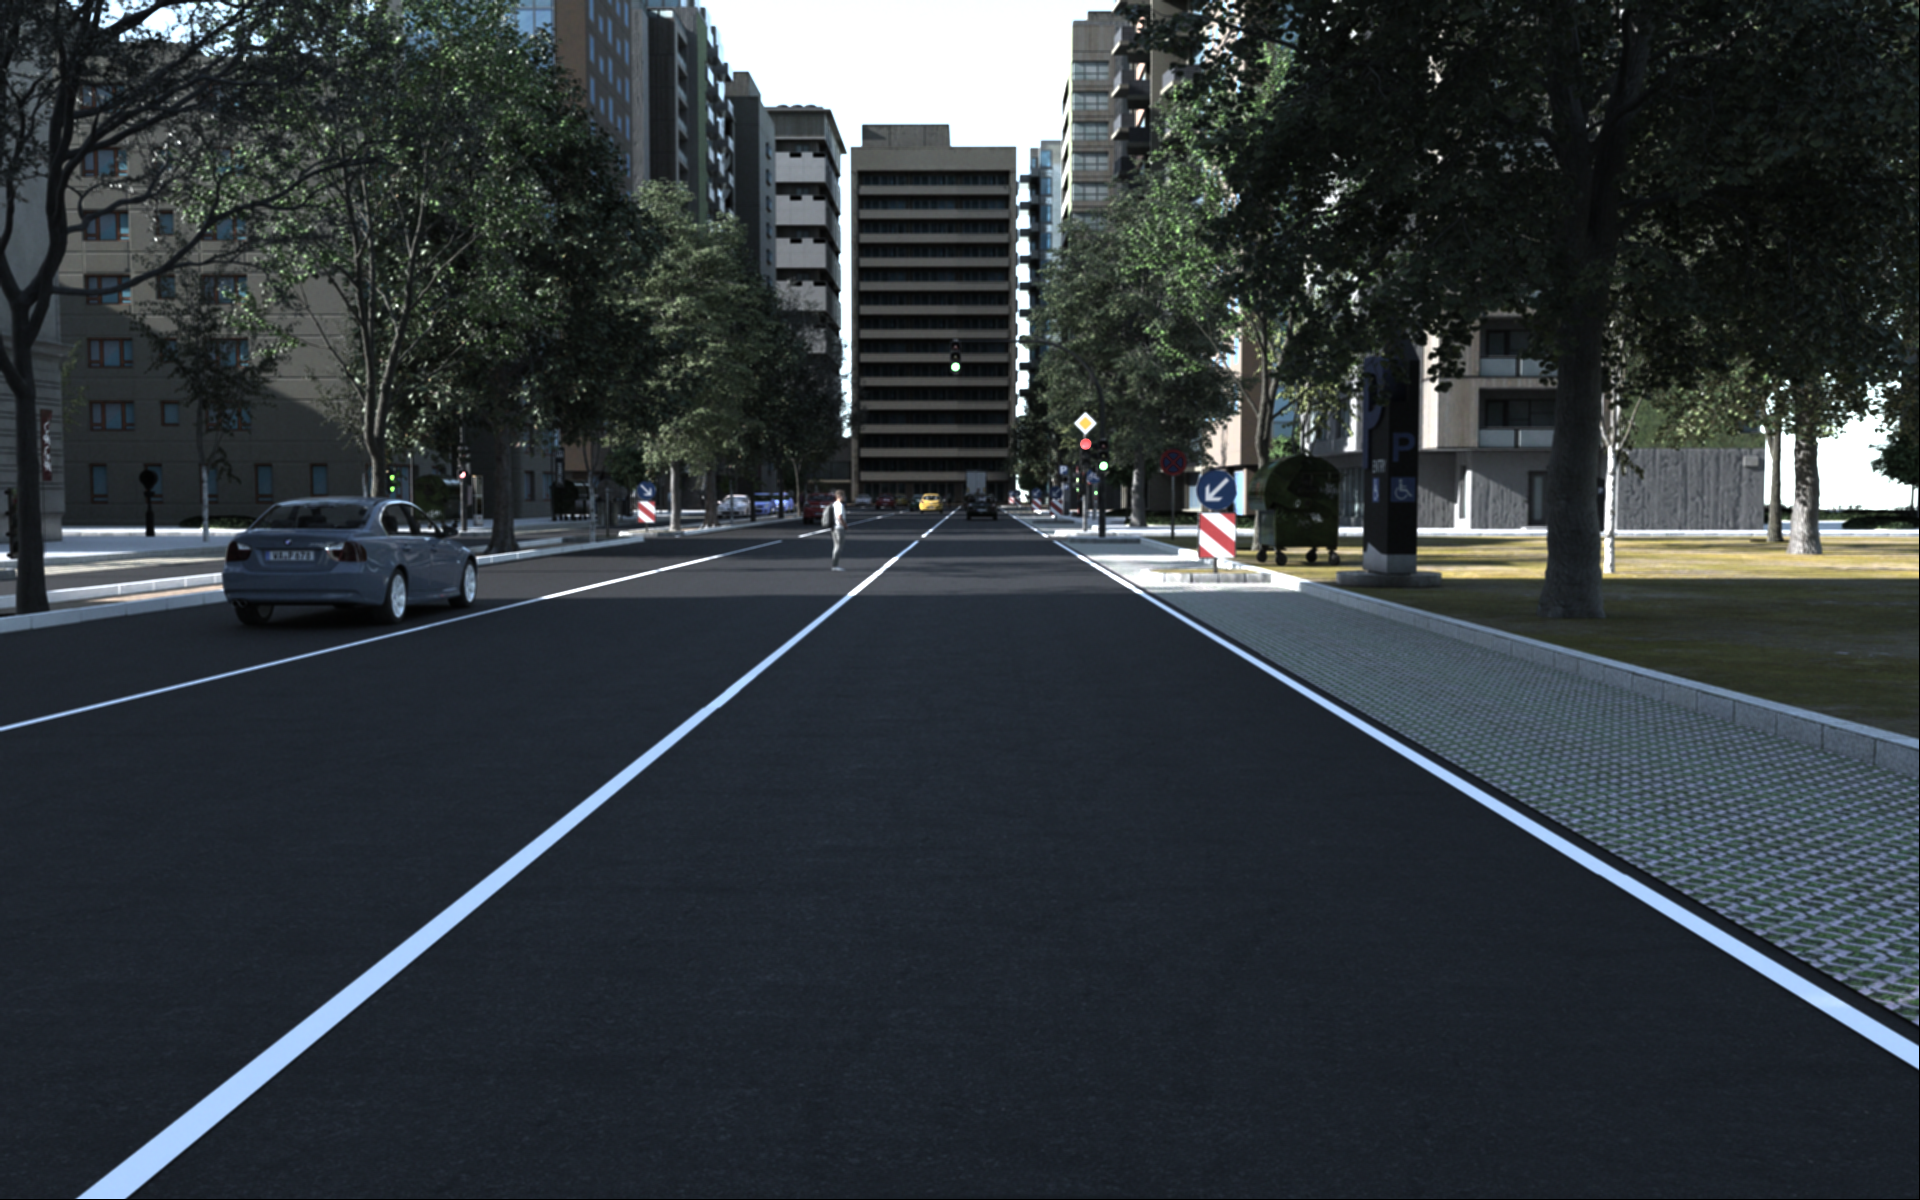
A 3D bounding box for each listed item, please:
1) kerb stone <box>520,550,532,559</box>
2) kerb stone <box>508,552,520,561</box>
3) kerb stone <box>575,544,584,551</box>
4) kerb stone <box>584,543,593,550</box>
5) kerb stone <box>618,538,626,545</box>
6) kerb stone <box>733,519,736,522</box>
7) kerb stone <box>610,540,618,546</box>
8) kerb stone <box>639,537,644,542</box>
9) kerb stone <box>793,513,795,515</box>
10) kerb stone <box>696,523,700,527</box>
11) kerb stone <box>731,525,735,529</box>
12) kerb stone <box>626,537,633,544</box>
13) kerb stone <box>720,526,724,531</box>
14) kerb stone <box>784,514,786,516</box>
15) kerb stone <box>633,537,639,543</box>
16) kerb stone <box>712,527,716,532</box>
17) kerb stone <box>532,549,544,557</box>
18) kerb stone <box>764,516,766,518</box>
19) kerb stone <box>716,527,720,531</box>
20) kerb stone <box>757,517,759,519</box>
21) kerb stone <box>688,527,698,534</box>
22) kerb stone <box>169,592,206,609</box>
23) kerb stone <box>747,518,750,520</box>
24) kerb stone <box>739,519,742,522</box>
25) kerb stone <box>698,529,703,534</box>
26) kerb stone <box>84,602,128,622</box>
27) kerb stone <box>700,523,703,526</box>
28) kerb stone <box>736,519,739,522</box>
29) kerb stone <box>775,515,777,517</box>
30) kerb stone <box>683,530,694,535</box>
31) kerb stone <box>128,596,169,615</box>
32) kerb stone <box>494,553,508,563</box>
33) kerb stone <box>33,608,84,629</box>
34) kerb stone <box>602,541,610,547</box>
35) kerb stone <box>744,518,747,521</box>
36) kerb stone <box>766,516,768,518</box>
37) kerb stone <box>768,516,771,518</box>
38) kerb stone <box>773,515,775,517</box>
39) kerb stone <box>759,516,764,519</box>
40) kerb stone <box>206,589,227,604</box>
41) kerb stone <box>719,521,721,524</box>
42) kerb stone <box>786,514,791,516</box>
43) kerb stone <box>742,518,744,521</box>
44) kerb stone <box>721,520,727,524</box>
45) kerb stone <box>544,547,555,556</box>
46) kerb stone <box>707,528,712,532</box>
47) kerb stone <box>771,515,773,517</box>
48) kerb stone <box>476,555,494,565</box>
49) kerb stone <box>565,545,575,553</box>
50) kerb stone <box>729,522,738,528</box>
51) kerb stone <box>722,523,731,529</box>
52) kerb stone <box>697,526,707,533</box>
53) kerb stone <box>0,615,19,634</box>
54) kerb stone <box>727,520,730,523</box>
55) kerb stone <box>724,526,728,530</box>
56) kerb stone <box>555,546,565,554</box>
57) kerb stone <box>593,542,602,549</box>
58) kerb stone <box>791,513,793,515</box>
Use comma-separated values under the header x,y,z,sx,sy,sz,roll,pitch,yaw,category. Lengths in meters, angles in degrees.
x,y,z,sx,sy,sz,roll,pitch,yaw,category
-9.723,-0.990,38.392,0.120,0.150,1.000,0,4,1,kerb stone
-9.741,-0.928,37.370,0.120,0.150,1.000,0,4,1,kerb stone
-9.685,-1.305,43.531,0.120,0.150,1.000,0,4,1,kerb stone
-9.669,-1.364,44.564,0.120,0.150,1.000,0,4,1,kerb stone
-9.630,-1.613,48.658,0.120,0.150,1.000,0,4,1,kerb stone
-11.385,-3.910,86.131,0.120,0.150,1.000,0,4,1,kerb stone
-9.639,-1.551,47.634,0.120,0.150,1.000,0,4,1,kerb stone
-9.604,-1.806,51.738,0.120,0.150,1.000,0,4,1,kerb stone
-11.135,-5.604,113.823,0.120,0.150,1.000,0,4,1,kerb stone
-11.491,-3.219,74.823,0.120,0.150,1.000,0,4,1,kerb stone
-9.433,-2.956,70.696,0.120,0.150,1.000,0,4,1,kerb stone
-9.618,-1.681,49.691,0.120,0.150,1.000,0,4,1,kerb stone
-9.461,-2.778,67.620,0.120,0.150,1.000,0,4,1,kerb stone
-11.183,-5.291,108.701,0.120,0.150,1.000,0,4,1,kerb stone
-9.618,-1.744,50.716,0.120,0.150,1.000,0,4,1,kerb stone
-9.481,-2.653,65.576,0.120,0.150,1.000,0,4,1,kerb stone
-9.721,-1.053,39.416,0.120,0.150,1.000,0,4,1,kerb stone
-11.275,-4.664,98.449,0.120,0.150,1.000,0,4,1,kerb stone
-9.470,-2.716,66.598,0.120,0.150,1.000,0,4,1,kerb stone
-11.305,-4.475,95.369,0.120,0.150,1.000,0,4,1,kerb stone
-9.515,-2.403,61.487,0.120,0.150,1.000,0,4,1,kerb stone
-9.874,0.015,21.957,0.120,0.150,1.000,0,4,1,kerb stone
-11.332,-4.224,91.255,0.120,0.150,1.000,0,4,1,kerb stone
-11.372,-4.036,88.178,0.120,0.150,1.000,0,4,1,kerb stone
-9.499,-2.463,62.509,0.120,0.150,1.000,0,4,1,kerb stone
-9.899,0.147,19.907,0.120,0.150,1.000,0,4,1,kerb stone
-11.491,-3.281,75.845,0.120,0.150,1.000,0,4,1,kerb stone
-11.375,-3.973,87.153,0.120,0.150,1.000,0,4,1,kerb stone
-11.237,-4.977,103.576,0.120,0.150,1.000,0,4,1,kerb stone
-9.522,-2.338,60.459,0.120,0.150,1.000,0,4,1,kerb stone
-9.884,0.079,20.936,0.120,0.150,1.000,0,4,1,kerb stone
-9.738,-0.865,36.334,0.120,0.150,1.000,0,4,1,kerb stone
-9.902,0.204,18.883,0.120,0.150,1.000,0,4,1,kerb stone
-9.651,-1.485,46.612,0.120,0.150,1.000,0,4,1,kerb stone
-11.359,-4.161,90.227,0.120,0.150,1.000,0,4,1,kerb stone
-11.274,-4.726,99.471,0.120,0.150,1.000,0,4,1,kerb stone
-11.256,-4.789,100.500,0.120,0.150,1.000,0,4,1,kerb stone
-11.243,-4.910,102.548,0.120,0.150,1.000,0,4,1,kerb stone
-11.286,-4.601,97.421,0.120,0.150,1.000,0,4,1,kerb stone
-9.864,-0.048,22.982,0.120,0.150,1.000,0,4,1,kerb stone
-11.429,-3.591,80.988,0.120,0.150,1.000,0,4,1,kerb stone
-11.154,-5.479,111.776,0.120,0.150,1.000,0,4,1,kerb stone
-11.362,-4.098,89.200,0.120,0.150,1.000,0,4,1,kerb stone
-11.419,-3.722,83.045,0.120,0.150,1.000,0,4,1,kerb stone
-9.708,-1.113,40.438,0.120,0.150,1.000,0,4,1,kerb stone
-9.483,-2.591,64.553,0.120,0.150,1.000,0,4,1,kerb stone
-11.246,-4.851,101.524,0.120,0.150,1.000,0,4,1,kerb stone
-9.748,-0.801,35.293,0.120,0.150,1.000,0,4,1,kerb stone
-9.690,-1.242,42.509,0.120,0.150,1.000,0,4,1,kerb stone
-9.423,-3.025,71.735,0.120,0.150,1.000,0,4,1,kerb stone
-9.437,-2.902,69.665,0.120,0.150,1.000,0,4,1,kerb stone
-9.501,-2.528,63.531,0.120,0.150,1.000,0,4,1,kerb stone
-9.916,0.265,17.858,0.120,0.150,1.000,0,4,1,kerb stone
-11.413,-3.784,84.069,0.120,0.150,1.000,0,4,1,kerb stone
-9.447,-2.834,68.643,0.120,0.150,1.000,0,4,1,kerb stone
-9.704,-1.180,41.480,0.120,0.150,1.000,0,4,1,kerb stone
-9.658,-1.431,45.585,0.120,0.150,1.000,0,4,1,kerb stone
-11.145,-5.542,112.799,0.120,0.150,1.000,0,4,1,kerb stone
